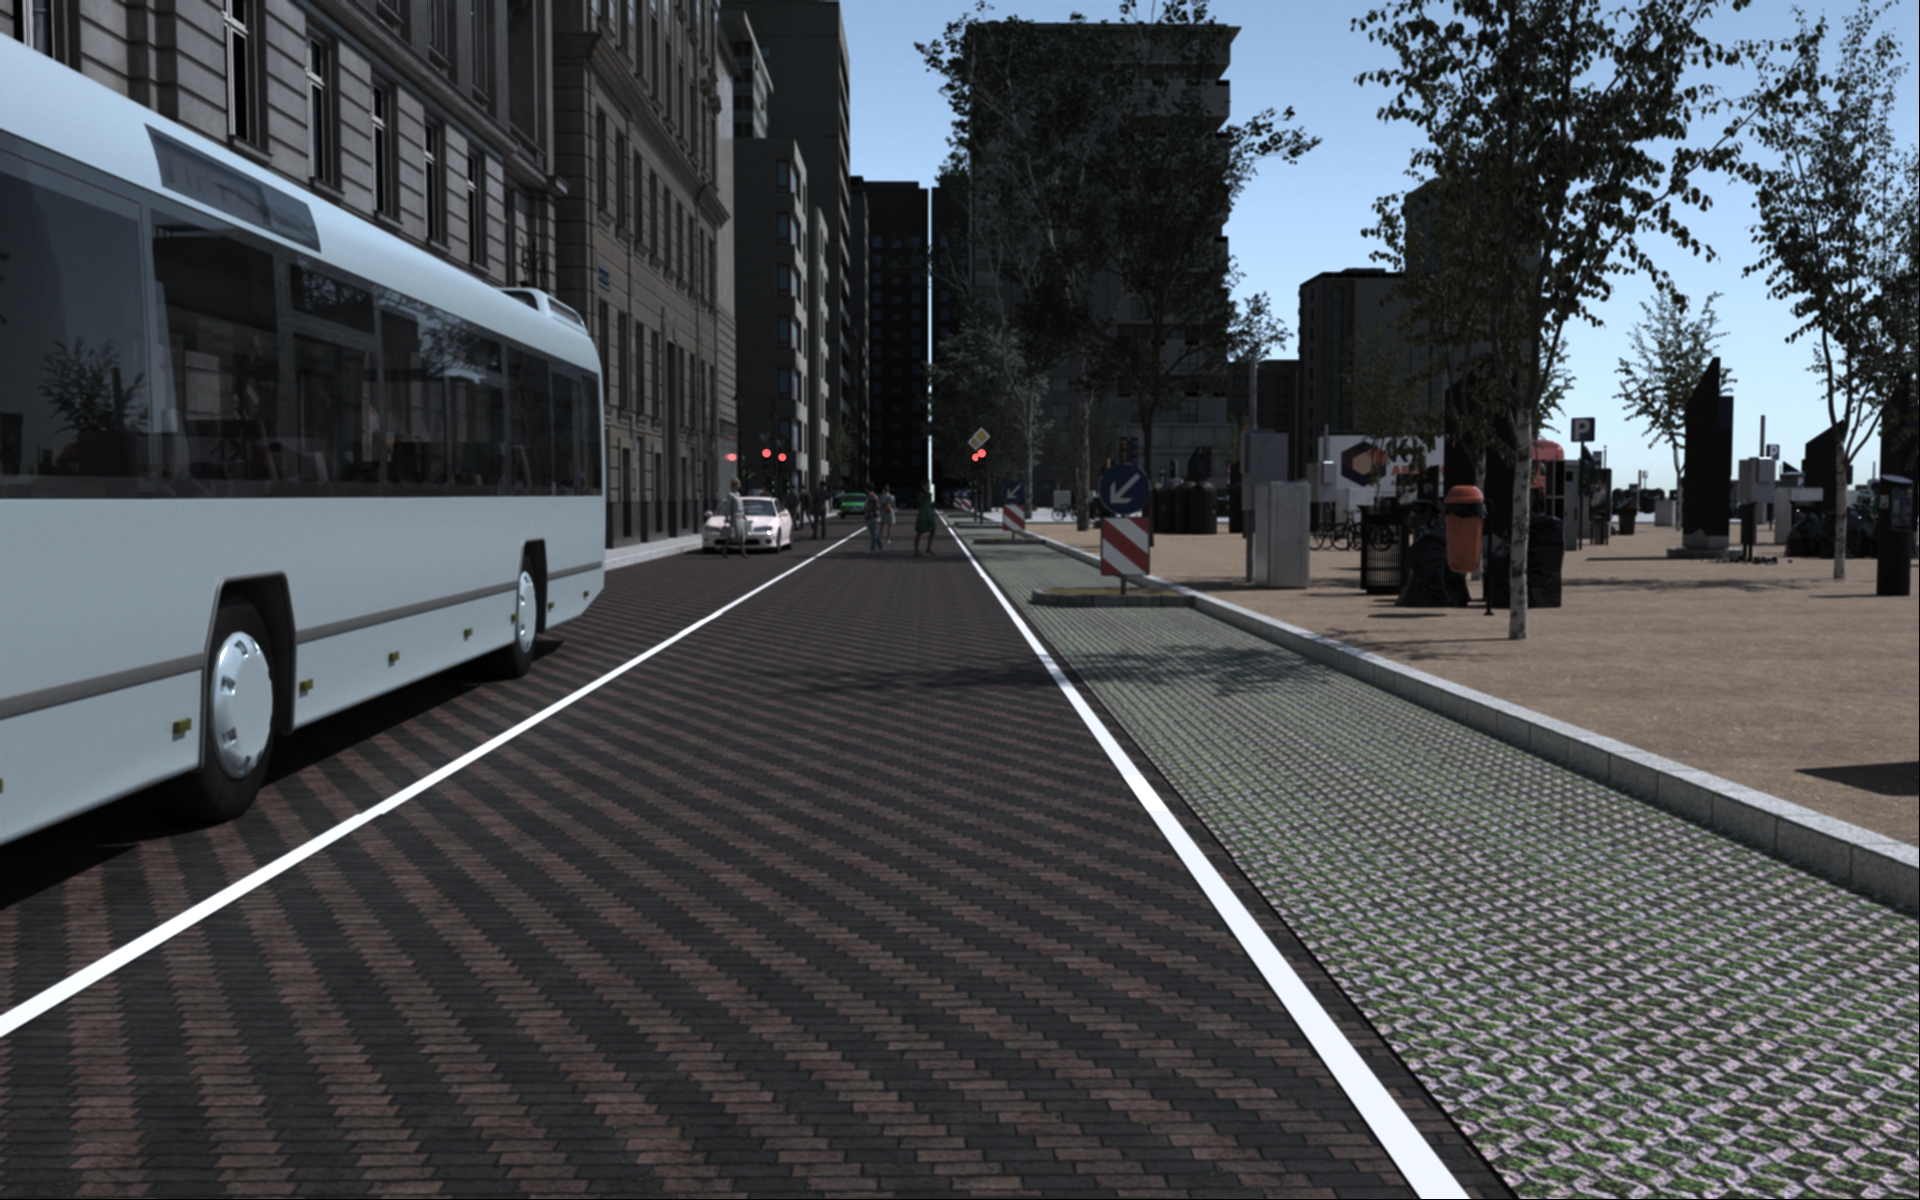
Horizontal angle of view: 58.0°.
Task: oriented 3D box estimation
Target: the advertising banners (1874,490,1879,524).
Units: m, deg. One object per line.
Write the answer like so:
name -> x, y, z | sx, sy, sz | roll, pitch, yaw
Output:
advertising banners -> 32.538, -3.964, 61.003 | 0.090, 3.025, 2.074 | 1, 4, 13

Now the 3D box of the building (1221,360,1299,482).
building -> 52.123, -25.037, 254.400 | 28.899, 21.520, 27.650 | 0, 4, -1

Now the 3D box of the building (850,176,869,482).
building -> -18.868, -33.052, 224.000 | 14.086, 41.232, 14.154 | 0, 4, -1

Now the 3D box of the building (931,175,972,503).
building -> 3.074, -36.428, 245.712 | 14.200, 45.320, 14.600 | 0, 4, -1

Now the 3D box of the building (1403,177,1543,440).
building -> 66.441, -33.175, 225.998 | 14.086, 41.232, 14.154 | 0, 4, -1

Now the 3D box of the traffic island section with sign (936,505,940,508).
traffic island section with sign -> -1.361, -10.651, 182.779 | 1.989, 1.847, 2.006 | 0, 4, -1

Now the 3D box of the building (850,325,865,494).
building -> -24.897, -21.178, 191.297 | 27.650, 21.520, 28.899 | 0, 4, -1

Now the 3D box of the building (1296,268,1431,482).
building -> 52.306, -27.769, 225.725 | 14.107, 30.474, 14.160 | 0, 4, -1

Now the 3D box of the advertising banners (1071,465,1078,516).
advertising banners -> 6.762, -6.408, 100.966 | 0.090, 3.025, 2.074 | 1, 4, 12

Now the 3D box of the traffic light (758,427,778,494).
traffic light -> -8.030, -5.101, 72.322 | 0.839, 4.253, 0.868 | 0, 4, -1

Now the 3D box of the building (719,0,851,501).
building -> -21.601, -33.127, 165.332 | 21.300, 48.544, 21.600 | 0, 4, -1

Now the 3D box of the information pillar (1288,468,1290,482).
information pillar -> 26.994, -9.244, 142.501 | 0.183, 3.616, 0.504 | -1, 4, -22

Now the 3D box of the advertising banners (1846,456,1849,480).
advertising banners -> 41.031, -5.224, 81.606 | 0.090, 3.025, 2.074 | -1, 4, -16

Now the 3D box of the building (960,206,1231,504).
building -> 16.248, -32.243, 219.055 | 32.217, 40.220, 23.993 | 0, 4, -1

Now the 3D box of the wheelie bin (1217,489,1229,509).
wheelie bin -> 14.755, -5.521, 98.180 | 0.980, 1.594, 0.693 | 0, 4, 0

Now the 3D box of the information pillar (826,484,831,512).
information pillar -> -9.432, -7.311, 124.023 | 0.304, 2.012, 0.304 | -1, 4, -17

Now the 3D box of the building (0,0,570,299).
building -> -14.180, -11.186, 24.689 | 13.314, 21.916, 24.055 | 0, 4, -1

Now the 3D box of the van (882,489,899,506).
van -> -8.279, -12.255, 204.755 | 2.240, 2.365, 5.245 | 0, 4, -1

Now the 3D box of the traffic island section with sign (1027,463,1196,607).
traffic island section with sign -> 1.961, -0.860, 22.686 | 1.989, 1.847, 2.006 | 0, 4, -1

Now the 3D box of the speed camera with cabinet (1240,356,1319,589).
speed camera with cabinet -> 4.404, -1.828, 24.217 | 0.660, 3.252, 2.038 | 0, 4, -1

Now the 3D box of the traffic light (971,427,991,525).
traffic light -> 0.879, -5.113, 72.522 | 0.839, 4.253, 0.868 | 0, 4, -1

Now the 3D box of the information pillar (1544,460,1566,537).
information pillar -> 12.722, -1.991, 37.047 | 0.304, 2.012, 0.304 | -1, 4, -19

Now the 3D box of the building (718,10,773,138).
building -> -27.891, -27.124, 135.357 | 32.217, 40.220, 23.993 | 0, 4, -1

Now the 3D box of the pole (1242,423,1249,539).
pole -> 8.239, -3.428, 49.892 | 0.158, 3.312, 0.155 | 0, 3, 0

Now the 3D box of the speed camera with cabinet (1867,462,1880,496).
speed camera with cabinet -> 54.935, -6.797, 105.471 | 2.038, 3.252, 0.660 | 1, 4, 13

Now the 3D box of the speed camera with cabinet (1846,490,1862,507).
speed camera with cabinet -> 37.028, -4.852, 73.659 | 2.038, 3.252, 0.660 | 0, 4, 1

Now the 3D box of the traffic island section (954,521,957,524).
traffic island section -> 0.753, -3.568, 80.620 | 2.009, 0.180, 2.903 | 0, 4, -1

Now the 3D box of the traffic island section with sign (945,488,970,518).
traffic island section with sign -> 0.247, -5.907, 105.214 | 1.989, 1.847, 2.006 | 0, 4, -1

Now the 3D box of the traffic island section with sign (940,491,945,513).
traffic island section with sign -> -0.315, -7.576, 132.488 | 1.989, 1.847, 2.006 | 0, 4, -1

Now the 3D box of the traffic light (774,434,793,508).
traffic light -> -8.196, -5.589, 80.306 | 0.839, 4.253, 0.868 | 0, 4, -1

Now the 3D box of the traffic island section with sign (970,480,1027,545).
traffic island section with sign -> 1.393, -2.508, 49.635 | 1.989, 1.847, 2.006 | 0, 4, -1

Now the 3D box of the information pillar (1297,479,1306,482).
information pillar -> 16.759, -4.925, 85.021 | 0.304, 2.012, 0.304 | -2, 4, -34

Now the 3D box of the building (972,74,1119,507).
building -> 8.156, -29.896, 172.400 | 14.154, 41.232, 14.086 | 0, 4, -1

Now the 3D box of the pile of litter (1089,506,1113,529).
pile of litter -> 5.462, -3.095, 64.563 | 1.719, 0.858, 1.176 | 1, 4, 22

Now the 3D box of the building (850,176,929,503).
building -> -11.608, -36.482, 246.597 | 14.200, 45.320, 14.600 | 0, 4, -1

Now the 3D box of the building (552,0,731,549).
building -> -13.935, -15.401, 49.067 | 12.463, 27.353, 25.104 | 0, 4, -1

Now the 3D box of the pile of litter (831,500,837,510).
pile of litter -> -10.685, -7.952, 143.984 | 1.176, 0.858, 1.719 | 2, 4, 32

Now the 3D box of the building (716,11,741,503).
building -> -18.005, -13.293, 66.484 | 18.267, 20.994, 9.793 | 0, 4, -1

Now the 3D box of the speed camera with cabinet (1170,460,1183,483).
speed camera with cabinet -> 13.433, -6.579, 101.906 | 2.038, 3.252, 0.660 | 1, 4, 17

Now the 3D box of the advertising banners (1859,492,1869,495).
advertising banners -> 49.778, -5.971, 93.812 | 2.074, 3.025, 0.090 | 1, 4, 18

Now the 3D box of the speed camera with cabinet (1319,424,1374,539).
speed camera with cabinet -> 10.888, -3.379, 49.581 | 2.038, 3.252, 0.660 | -2, 4, -27

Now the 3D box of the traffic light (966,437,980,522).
traffic light -> 0.713, -5.602, 80.506 | 0.839, 4.253, 0.868 | 0, 4, -1

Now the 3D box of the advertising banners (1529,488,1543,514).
advertising banners -> 36.909, -7.142, 112.962 | 2.074, 3.025, 0.090 | 0, 4, -7

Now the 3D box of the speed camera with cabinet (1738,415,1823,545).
speed camera with cabinet -> 20.762, -3.026, 43.806 | 2.038, 3.252, 0.660 | -1, 4, -11

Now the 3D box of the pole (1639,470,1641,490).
pole -> 57.748, -9.377, 147.156 | 0.158, 3.312, 0.155 | 0, 3, 0

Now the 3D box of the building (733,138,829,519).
building -> -22.142, -15.504, 98.537 | 27.650, 21.520, 28.899 | 0, 4, -1

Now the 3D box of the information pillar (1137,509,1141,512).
information pillar -> 12.763, -7.288, 123.658 | 0.304, 2.012, 0.304 | 1, 4, 17

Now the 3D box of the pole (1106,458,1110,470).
pole -> 8.407, -6.389, 98.302 | 0.158, 3.312, 0.155 | 0, 3, 0

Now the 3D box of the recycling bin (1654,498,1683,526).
recycling bin -> 28.217, -3.459, 69.111 | 0.722, 1.027, 0.722 | -3, 5, -44

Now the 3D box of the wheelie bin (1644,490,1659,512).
wheelie bin -> 48.386, -6.926, 121.148 | 0.980, 1.594, 0.693 | 1, 4, 20

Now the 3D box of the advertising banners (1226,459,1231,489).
advertising banners -> 13.576, -5.462, 85.498 | 0.090, 3.025, 2.074 | -1, 4, -16

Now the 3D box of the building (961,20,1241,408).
building -> 14.700, -36.924, 192.939 | 28.713, 52.752, 27.495 | 0, 4, -1

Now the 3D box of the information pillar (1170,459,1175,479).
information pillar -> 14.227, -7.592, 115.481 | 0.504, 3.616, 0.183 | 1, 4, 13

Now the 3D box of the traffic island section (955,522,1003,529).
traffic island section -> 0.919, -3.080, 72.637 | 2.009, 0.180, 2.903 | 0, 4, -1
